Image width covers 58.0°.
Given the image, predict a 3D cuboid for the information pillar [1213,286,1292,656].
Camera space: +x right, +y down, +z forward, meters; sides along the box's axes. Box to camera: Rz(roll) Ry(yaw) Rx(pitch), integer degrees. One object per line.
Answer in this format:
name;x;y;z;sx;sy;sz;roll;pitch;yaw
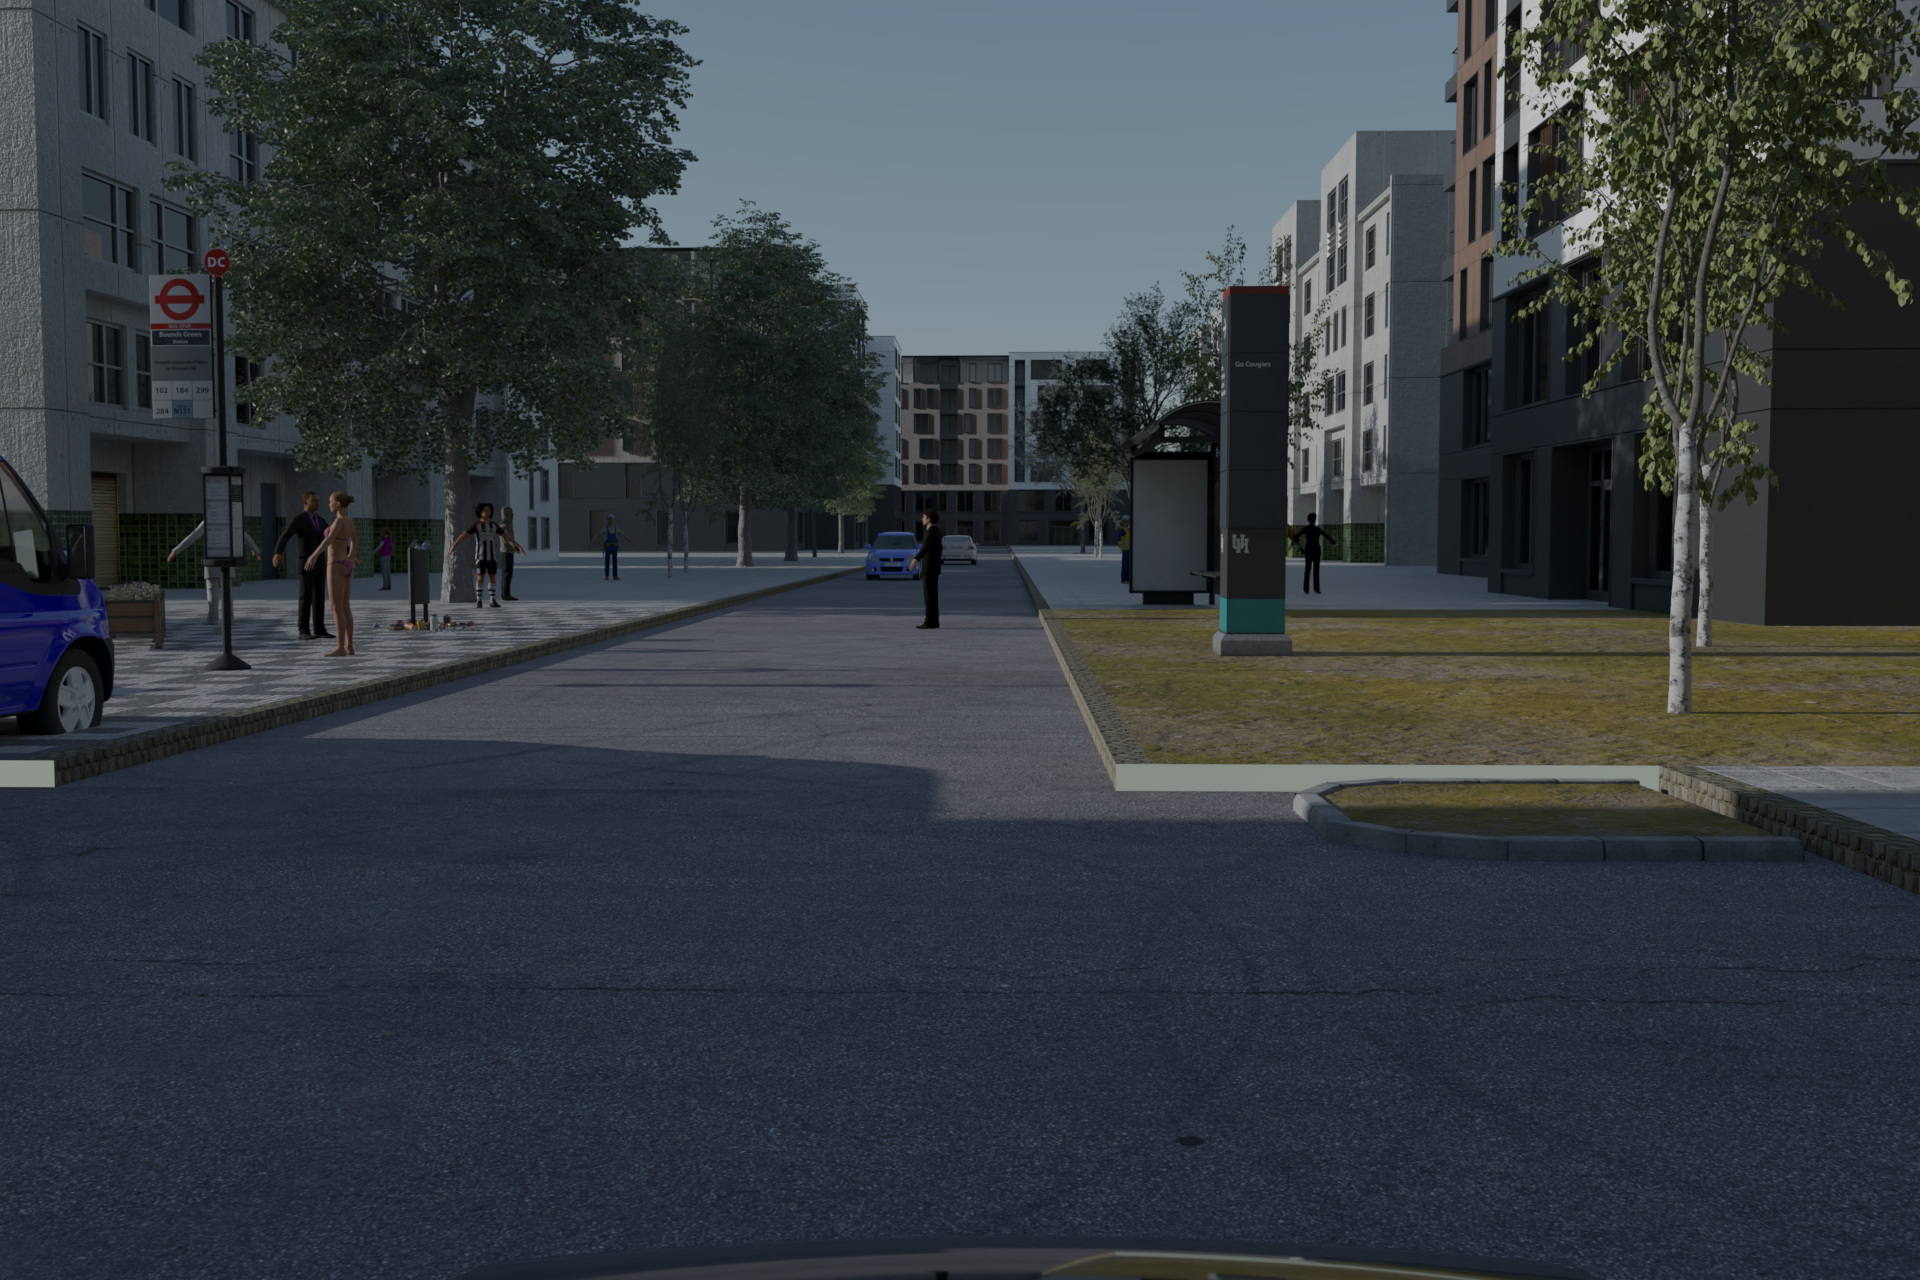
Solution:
information pillar;3.122;-1.777;18.428;0.750;3.857;0.750;0;4;2

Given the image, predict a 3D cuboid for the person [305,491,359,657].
person;-6.598;-0.699;18.226;0.721;1.733;1.217;0;4;1

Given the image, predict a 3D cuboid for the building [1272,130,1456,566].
building;25.936;-13.335;84.490;16.747;18.905;31.486;0;4;2

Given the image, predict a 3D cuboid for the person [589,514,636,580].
person;-9.774;-2.611;48.548;1.347;1.847;0.705;-2;4;-29

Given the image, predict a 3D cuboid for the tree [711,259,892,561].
tree;-8.030;-10.697;81.551;9.857;13.997;8.962;0;3;0

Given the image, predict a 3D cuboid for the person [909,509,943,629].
person;-0.469;-1.077;26.256;0.705;1.806;1.347;1;4;15

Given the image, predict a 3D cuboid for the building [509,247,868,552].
building;-22.647;-18.108;140.047;27.936;21.610;32.646;0;4;2

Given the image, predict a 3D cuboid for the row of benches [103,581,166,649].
row of benches;-10.030;-0.343;21.066;1.422;0.672;4.104;-2;4;-24

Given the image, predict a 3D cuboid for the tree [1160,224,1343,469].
tree;7.005;-5.618;42.218;4.737;8.622;4.395;0;3;0

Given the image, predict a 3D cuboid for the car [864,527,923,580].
car;-2.034;-2.769;54.865;1.945;1.707;3.694;0;4;2

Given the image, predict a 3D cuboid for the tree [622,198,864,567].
tree;-8.443;-9.857;67.814;9.857;13.997;8.962;0;3;0

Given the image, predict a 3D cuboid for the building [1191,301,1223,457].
building;28.449;-16.649;138.661;16.747;18.905;31.486;0;4;2

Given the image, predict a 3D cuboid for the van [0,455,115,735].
van;-6.721;-0.316;9.554;2.240;2.365;5.245;0;4;1

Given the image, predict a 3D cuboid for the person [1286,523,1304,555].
person;5.782;-1.596;31.858;1.354;1.858;0.705;-1;4;-21

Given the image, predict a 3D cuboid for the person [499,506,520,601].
person;-8.699;-1.667;33.391;0.705;1.813;1.348;-2;4;-24

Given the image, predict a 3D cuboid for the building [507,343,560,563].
building;-23.686;-8.625;83.167;9.099;9.664;28.070;0;4;1

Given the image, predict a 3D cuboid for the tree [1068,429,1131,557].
tree;7.556;-9.001;97.530;4.360;8.622;3.978;0;3;0

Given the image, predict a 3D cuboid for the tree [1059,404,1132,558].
tree;7.606;-8.656;91.895;4.360;8.622;3.978;0;3;0

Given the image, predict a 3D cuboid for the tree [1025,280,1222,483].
tree;6.631;-7.951;64.407;8.767;10.594;7.601;-1;4;-11

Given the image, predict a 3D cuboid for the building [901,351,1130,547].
building;3.803;-22.045;206.869;32.646;21.610;27.936;0;4;2

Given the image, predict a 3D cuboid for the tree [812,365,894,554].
tree;-8.034;-11.917;112.970;7.486;12.596;7.792;0;3;0

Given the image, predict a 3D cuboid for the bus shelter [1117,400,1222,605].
bus shelter;3.817;-2.138;28.876;2.014;3.302;5.546;0;4;1

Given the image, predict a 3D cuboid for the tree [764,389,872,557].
tree;-8.368;-9.871;95.804;7.601;10.594;8.767;-3;4;-36

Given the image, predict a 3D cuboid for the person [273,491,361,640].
person;-7.891;-0.912;21.141;0.704;1.802;1.346;2;4;26

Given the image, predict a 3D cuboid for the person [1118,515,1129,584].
person;4.388;-2.350;44.879;0.721;1.772;1.216;2;4;32

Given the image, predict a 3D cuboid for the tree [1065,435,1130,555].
tree;8.283;-9.425;104.459;4.360;8.622;3.978;0;3;0

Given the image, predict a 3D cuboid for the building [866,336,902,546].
building;-20.726;-20.354;176.762;27.936;21.610;32.646;0;4;1

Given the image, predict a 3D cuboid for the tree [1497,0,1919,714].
tree;5.403;-3.781;12.188;4.737;8.622;4.395;0;3;0

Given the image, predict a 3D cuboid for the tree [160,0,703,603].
tree;-9.537;-7.675;32.139;9.857;13.997;8.962;0;3;0

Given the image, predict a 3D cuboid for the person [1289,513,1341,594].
person;7.620;-1.869;37.281;1.216;1.740;0.721;3;4;38

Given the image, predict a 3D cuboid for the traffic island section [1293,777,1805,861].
traffic island section;2.717;0.873;8.591;1.991;0.108;1.994;0;4;1

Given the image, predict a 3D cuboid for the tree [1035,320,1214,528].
tree;7.269;-8.569;74.519;8.767;10.594;7.601;1;4;10

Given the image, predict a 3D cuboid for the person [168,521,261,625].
person;-10.496;-1.120;24.499;0.705;1.806;1.347;3;5;39

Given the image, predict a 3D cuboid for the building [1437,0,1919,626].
building;25.597;-11.948;39.332;27.936;21.610;32.646;0;4;2

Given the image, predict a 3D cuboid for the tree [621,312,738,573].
tree;-8.999;-6.543;57.335;4.360;8.622;3.978;0;3;0

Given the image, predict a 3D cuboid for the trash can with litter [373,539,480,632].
trash can with litter;-7.173;-0.775;23.724;1.678;1.210;2.233;0;4;2

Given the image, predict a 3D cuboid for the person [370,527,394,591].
person;-13.143;-1.847;39.457;0.599;1.433;0.991;1;4;9

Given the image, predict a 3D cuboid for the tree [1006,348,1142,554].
tree;8.058;-12.470;114.261;12.009;13.543;11.850;0;3;0

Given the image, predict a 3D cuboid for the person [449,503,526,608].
person;-8.236;-1.467;30.127;1.345;1.843;0.704;-2;4;-32

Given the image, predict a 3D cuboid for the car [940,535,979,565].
car;-0.133;-4.260;82.011;2.083;1.381;4.827;0;4;0

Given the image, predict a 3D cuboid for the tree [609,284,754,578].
tree;-8.540;-6.084;49.842;4.360;8.622;3.978;0;3;0

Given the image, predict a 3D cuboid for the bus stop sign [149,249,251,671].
bus stop sign;-7.167;-1.689;16.320;0.855;3.939;0.416;0;4;2

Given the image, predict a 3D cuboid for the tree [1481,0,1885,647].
tree;8.286;-4.228;19.483;4.737;8.622;4.395;0;3;0

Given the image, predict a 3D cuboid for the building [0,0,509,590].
building;-25.711;-11.172;49.125;16.747;18.905;31.486;0;4;1
